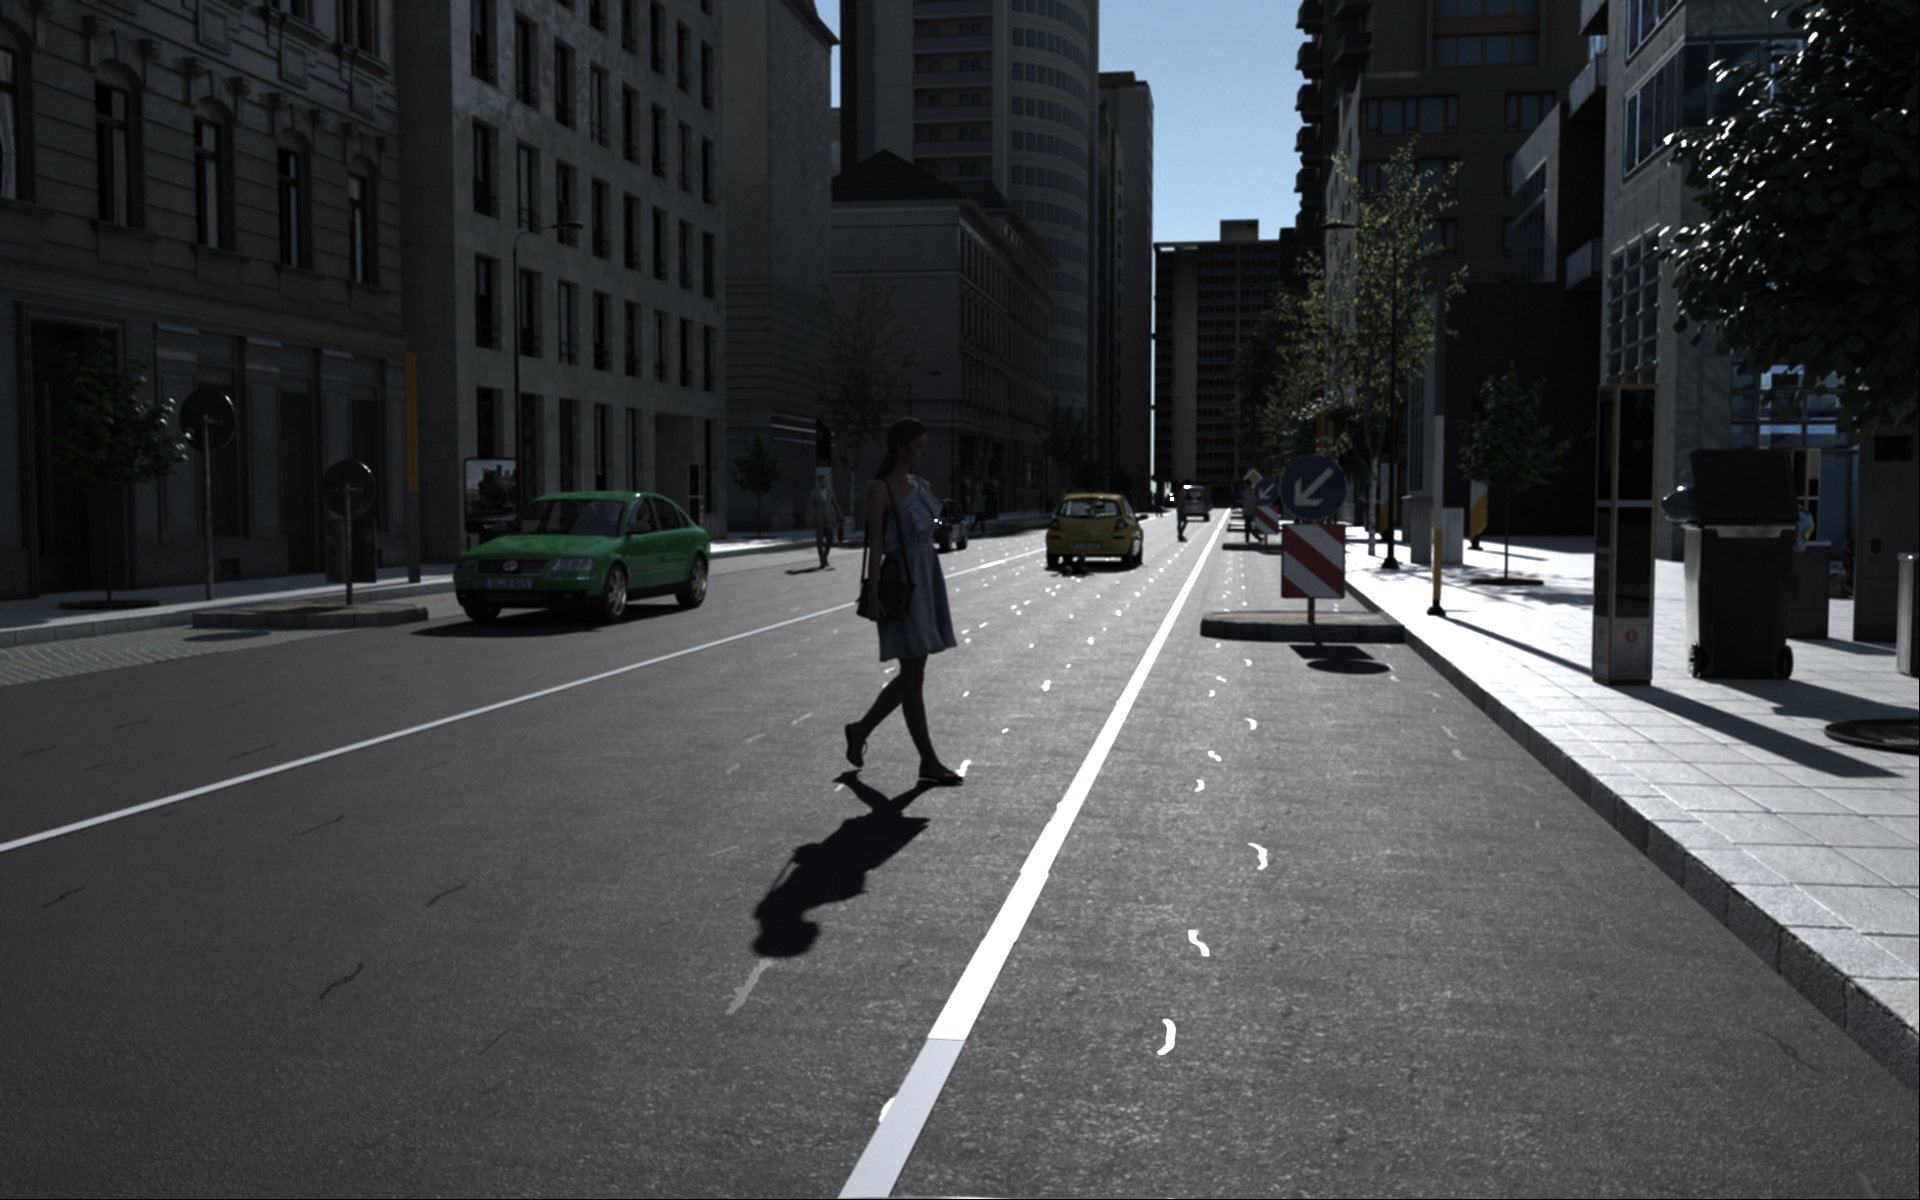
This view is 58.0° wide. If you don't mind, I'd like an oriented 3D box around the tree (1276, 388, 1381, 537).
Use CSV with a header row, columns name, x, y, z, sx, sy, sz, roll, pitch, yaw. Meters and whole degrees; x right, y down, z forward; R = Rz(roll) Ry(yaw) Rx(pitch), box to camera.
name,x,y,z,sx,sy,sz,roll,pitch,yaw
tree,11.271,-4.196,52.322,4.285,4.588,4.351,0,3,0

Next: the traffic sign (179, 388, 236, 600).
name,x,y,z,sx,sy,sz,roll,pitch,yaw
traffic sign,-9.067,-1.269,20.855,0.768,2.556,0.104,1,4,12

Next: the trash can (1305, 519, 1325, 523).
name,x,y,z,sx,sy,sz,roll,pitch,yaw
trash can,11.279,-2.652,55.018,0.748,1.137,0.748,0,3,0

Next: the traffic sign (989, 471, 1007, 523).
name,x,y,z,sx,sy,sz,roll,pitch,yaw
traffic sign,1.676,-4.420,75.911,0.795,2.450,0.064,1,4,9

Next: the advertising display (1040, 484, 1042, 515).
name,x,y,z,sx,sy,sz,roll,pitch,yaw
advertising display,5.066,-6.296,108.149,0.123,1.923,0.974,0,4,3

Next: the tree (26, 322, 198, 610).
name,x,y,z,sx,sy,sz,roll,pitch,yaw
tree,-9.705,-1.520,19.447,1.663,3.219,1.824,0,3,0

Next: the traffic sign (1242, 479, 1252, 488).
name,x,y,z,sx,sy,sz,roll,pitch,yaw
traffic sign,12.480,-4.313,74.167,0.795,2.450,0.064,1,4,9

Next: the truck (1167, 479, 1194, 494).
name,x,y,z,sx,sy,sz,roll,pitch,yaw
truck,28.188,-13.755,220.825,3.469,3.379,9.791,1,4,9

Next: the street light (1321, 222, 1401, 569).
name,x,y,z,sx,sy,sz,roll,pitch,yaw
street light,6.874,-3.497,29.713,1.470,5.913,1.316,1,4,9

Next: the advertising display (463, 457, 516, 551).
name,x,y,z,sx,sy,sz,roll,pitch,yaw
advertising display,-8.261,-1.554,30.625,0.974,1.923,0.123,-1,4,-17

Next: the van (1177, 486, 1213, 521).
name,x,y,z,sx,sy,sz,roll,pitch,yaw
van,12.663,-5.310,93.826,2.013,2.044,4.112,1,4,10

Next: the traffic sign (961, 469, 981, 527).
name,x,y,z,sx,sy,sz,roll,pitch,yaw
traffic sign,0.414,-3.938,68.025,0.795,2.450,0.064,1,4,9

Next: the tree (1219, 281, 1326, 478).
name,x,y,z,sx,sy,sz,roll,pitch,yaw
tree,20.605,-12.113,104.699,9.857,13.997,8.962,0,3,0

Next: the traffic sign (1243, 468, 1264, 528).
name,x,y,z,sx,sy,sz,roll,pitch,yaw
traffic sign,11.218,-3.831,66.282,0.795,2.450,0.064,1,4,9

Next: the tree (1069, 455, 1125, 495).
name,x,y,z,sx,sy,sz,roll,pitch,yaw
tree,10.692,-9.885,145.332,4.285,4.588,4.351,0,3,0

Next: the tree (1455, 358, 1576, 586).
name,x,y,z,sx,sy,sz,roll,pitch,yaw
tree,7.950,-1.842,24.717,1.663,3.219,1.824,0,3,0

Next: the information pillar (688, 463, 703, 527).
name,x,y,z,sx,sy,sz,roll,pitch,yaw
information pillar,-6.232,-2.223,40.840,0.304,2.012,0.304,0,4,4

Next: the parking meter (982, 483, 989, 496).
name,x,y,z,sx,sy,sz,roll,pitch,yaw
parking meter,1.341,-5.265,91.786,0.255,1.863,0.399,2,4,35

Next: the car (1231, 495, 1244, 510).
name,x,y,z,sx,sy,sz,roll,pitch,yaw
car,25.847,-8.959,159.055,1.945,1.354,3.894,0,4,7

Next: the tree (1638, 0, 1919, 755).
name,x,y,z,sx,sy,sz,roll,pitch,yaw
tree,5.265,-1.530,8.733,4.285,4.588,4.351,0,3,0

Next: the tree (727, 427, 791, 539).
name,x,y,z,sx,sy,sz,roll,pitch,yaw
tree,-5.815,-3.375,49.785,1.663,3.219,1.824,0,3,0

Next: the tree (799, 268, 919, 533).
name,x,y,z,sx,sy,sz,roll,pitch,yaw
tree,-3.495,-6.547,57.413,4.737,8.622,4.395,0,3,0

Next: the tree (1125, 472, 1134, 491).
name,x,y,z,sx,sy,sz,roll,pitch,yaw
tree,18.148,-13.136,198.480,4.285,4.588,4.351,0,3,0

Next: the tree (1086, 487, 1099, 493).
name,x,y,z,sx,sy,sz,roll,pitch,yaw
tree,12.158,-10.012,158.294,1.663,3.219,1.824,0,3,0

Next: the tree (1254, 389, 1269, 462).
name,x,y,z,sx,sy,sz,roll,pitch,yaw
tree,15.945,-8.061,82.158,4.360,8.622,3.978,0,3,0

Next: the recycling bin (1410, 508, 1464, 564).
name,x,y,z,sx,sy,sz,roll,pitch,yaw
recycling bin,8.814,-1.190,32.012,0.722,1.027,0.722,-1,4,-15

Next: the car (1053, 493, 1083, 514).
name,x,y,z,sx,sy,sz,roll,pitch,yaw
car,5.332,-4.395,80.650,1.959,1.807,4.718,0,4,7

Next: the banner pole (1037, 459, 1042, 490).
name,x,y,z,sx,sy,sz,roll,pitch,yaw
banner pole,5.454,-8.068,121.932,0.863,3.779,0.401,0,4,6

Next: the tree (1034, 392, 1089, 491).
name,x,y,z,sx,sy,sz,roll,pitch,yaw
tree,7.377,-10.636,124.268,4.360,8.622,3.978,0,3,0

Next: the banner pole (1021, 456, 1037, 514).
name,x,y,z,sx,sy,sz,roll,pitch,yaw
banner pole,4.410,-7.580,113.943,0.863,3.779,0.401,-2,4,-33

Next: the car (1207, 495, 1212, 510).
name,x,y,z,sx,sy,sz,roll,pitch,yaw
car,22.327,-9.025,159.554,2.014,1.417,4.499,1,4,10

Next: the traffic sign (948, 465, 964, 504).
name,x,y,z,sx,sy,sz,roll,pitch,yaw
traffic sign,-0.102,-4.737,77.452,0.884,2.594,0.081,1,4,14

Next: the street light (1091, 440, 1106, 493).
name,x,y,z,sx,sy,sz,roll,pitch,yaw
street light,11.831,-10.773,148.681,1.470,5.913,1.316,1,4,9

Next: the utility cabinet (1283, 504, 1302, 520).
name,x,y,z,sx,sy,sz,roll,pitch,yaw
utility cabinet,16.600,-4.595,86.284,1.020,1.237,0.306,3,5,40

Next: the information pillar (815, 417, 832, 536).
name,x,y,z,sx,sy,sz,roll,pitch,yaw
information pillar,-4.170,-3.764,52.894,0.504,3.616,0.183,1,4,19

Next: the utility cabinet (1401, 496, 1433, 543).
name,x,y,z,sx,sy,sz,roll,pitch,yaw
utility cabinet,12.010,-2.098,45.462,1.020,1.237,0.306,-3,4,-39

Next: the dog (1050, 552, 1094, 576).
name,x,y,z,sx,sy,sz,roll,pitch,yaw
dog,1.966,-0.625,30.413,0.748,0.427,0.550,1,4,12

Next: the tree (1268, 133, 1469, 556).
name,x,y,z,sx,sy,sz,roll,pitch,yaw
tree,8.617,-5.248,36.167,4.360,8.622,3.978,0,3,0

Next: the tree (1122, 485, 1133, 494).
name,x,y,z,sx,sy,sz,roll,pitch,yaw
tree,19.730,-12.848,204.670,1.663,3.219,1.824,0,3,0

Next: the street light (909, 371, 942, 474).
name,x,y,z,sx,sy,sz,roll,pitch,yaw
street light,-1.364,-5.697,65.692,1.470,5.913,1.316,1,4,9

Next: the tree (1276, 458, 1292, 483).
name,x,y,z,sx,sy,sz,roll,pitch,yaw
tree,17.756,-5.992,92.574,1.663,3.219,1.824,0,3,0

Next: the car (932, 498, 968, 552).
name,x,y,z,sx,sy,sz,roll,pitch,yaw
car,-0.881,-1.942,44.329,1.945,1.354,3.894,1,4,9

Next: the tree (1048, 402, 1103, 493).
name,x,y,z,sx,sy,sz,roll,pitch,yaw
tree,9.206,-11.465,137.814,4.737,8.622,4.395,0,3,0

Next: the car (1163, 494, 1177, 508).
name,x,y,z,sx,sy,sz,roll,pitch,yaw
car,22.102,-10.416,179.342,2.155,1.783,4.494,0,4,7

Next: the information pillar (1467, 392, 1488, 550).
name,x,y,z,sx,sy,sz,roll,pitch,yaw
information pillar,11.914,-2.960,39.750,0.183,3.616,0.504,-2,4,-26

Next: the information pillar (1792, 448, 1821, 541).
name,x,y,z,sx,sy,sz,roll,pitch,yaw
information pillar,13.553,-1.425,27.790,0.304,2.012,0.304,-2,4,-26

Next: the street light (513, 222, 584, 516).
name,x,y,z,sx,sy,sz,roll,pitch,yaw
street light,-7.105,-3.500,29.768,1.470,5.913,1.316,1,4,9

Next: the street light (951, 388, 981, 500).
name,x,y,z,sx,sy,sz,roll,pitch,yaw
street light,0.209,-6.325,75.962,1.470,5.913,1.316,1,4,9

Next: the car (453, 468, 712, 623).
name,x,y,z,sx,sy,sz,roll,pitch,yaw
car,-4.422,-0.735,20.815,1.959,1.807,4.718,1,4,10

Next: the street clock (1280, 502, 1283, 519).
name,x,y,z,sx,sy,sz,roll,pitch,yaw
street clock,16.578,-5.155,88.857,0.358,2.002,0.471,3,5,43

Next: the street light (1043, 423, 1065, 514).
name,x,y,z,sx,sy,sz,roll,pitch,yaw
street light,6.159,-8.575,112.747,1.470,5.913,1.316,1,4,9

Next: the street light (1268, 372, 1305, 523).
name,x,y,z,sx,sy,sz,roll,pitch,yaw
street light,12.557,-5.717,66.020,1.470,5.913,1.316,1,4,9

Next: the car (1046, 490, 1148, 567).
name,x,y,z,sx,sy,sz,roll,pitch,yaw
car,2.803,-1.543,35.458,2.015,1.641,3.980,1,4,10
